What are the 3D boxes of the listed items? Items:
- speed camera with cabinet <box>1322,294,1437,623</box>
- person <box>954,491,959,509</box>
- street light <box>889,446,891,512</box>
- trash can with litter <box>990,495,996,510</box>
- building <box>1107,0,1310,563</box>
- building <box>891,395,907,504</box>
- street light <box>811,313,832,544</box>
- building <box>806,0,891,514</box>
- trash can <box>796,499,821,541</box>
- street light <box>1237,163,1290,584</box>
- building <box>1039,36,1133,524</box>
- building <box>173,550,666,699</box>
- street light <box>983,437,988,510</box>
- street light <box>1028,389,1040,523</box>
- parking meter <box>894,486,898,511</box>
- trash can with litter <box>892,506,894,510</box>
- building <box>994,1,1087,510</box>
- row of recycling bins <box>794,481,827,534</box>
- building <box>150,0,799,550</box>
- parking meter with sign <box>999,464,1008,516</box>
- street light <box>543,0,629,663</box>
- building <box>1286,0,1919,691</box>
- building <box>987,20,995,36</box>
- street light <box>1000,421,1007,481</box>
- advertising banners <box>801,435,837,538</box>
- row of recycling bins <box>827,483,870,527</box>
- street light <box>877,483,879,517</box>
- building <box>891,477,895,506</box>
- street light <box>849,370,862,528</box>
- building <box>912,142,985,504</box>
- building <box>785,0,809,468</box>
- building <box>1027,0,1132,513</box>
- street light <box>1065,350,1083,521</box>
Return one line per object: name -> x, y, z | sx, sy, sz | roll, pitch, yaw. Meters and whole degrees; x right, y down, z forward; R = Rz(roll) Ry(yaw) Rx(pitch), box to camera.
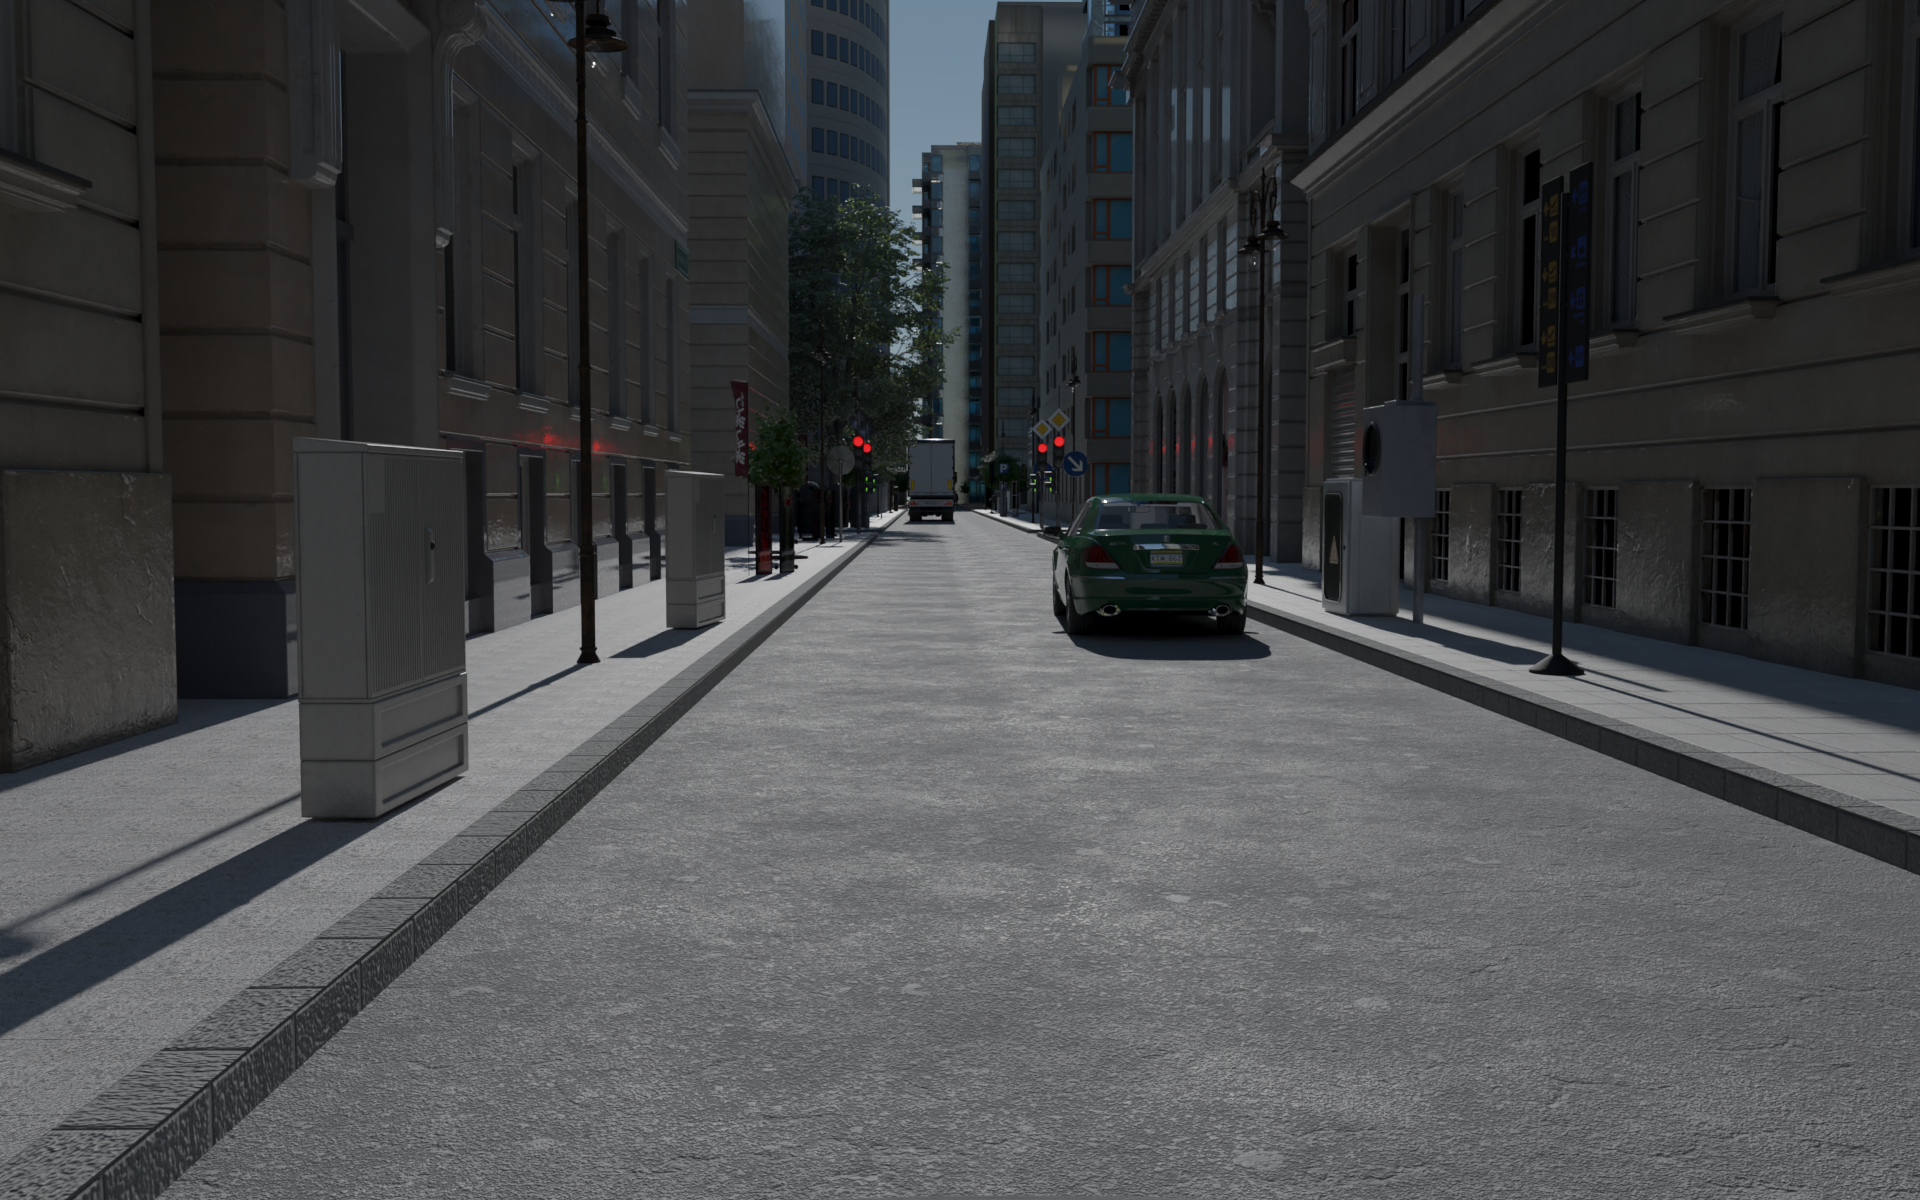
speed camera with cabinet -> 4.316, -1.444, 17.947 | 0.660, 3.252, 2.038 | 0, 4, -4
person -> -0.347, -9.512, 164.547 | 0.617, 1.759, 0.750 | -1, 4, -16
street light -> -5.102, -9.418, 126.772 | 0.468, 5.910, 1.993 | 0, 4, -1
trash can with litter -> 2.878, -7.734, 137.844 | 0.624, 1.170, 1.055 | 3, 5, 39
building -> 11.527, -12.316, 43.173 | 13.314, 21.916, 24.055 | 0, 4, -1
building -> -22.734, -56.257, 232.481 | 31.000, 86.520, 22.319 | 0, 4, -1
street light -> -3.540, -4.383, 44.445 | 0.468, 5.910, 1.993 | 0, 4, -1
building -> -15.601, -35.296, 119.090 | 21.231, 58.520, 28.212 | 0, 4, -1
trash can -> -4.119, -2.194, 47.527 | 0.748, 1.137, 0.748 | 0, 3, 0
street light -> 4.288, -3.173, 24.660 | 0.468, 5.910, 1.993 | 0, 4, -1
building -> 19.012, -14.355, 79.743 | 28.899, 21.520, 27.650 | 0, 4, -1
building -> -10.612, -14.289, 19.535 | 13.634, 28.700, 20.117 | 0, 4, -1
street light -> 2.030, -10.165, 138.978 | 0.468, 5.910, 1.993 | 0, 4, -1
street light -> 3.219, -6.316, 76.059 | 0.468, 5.910, 1.993 | 0, 4, -1
parking meter -> -4.779, -7.561, 129.328 | 0.255, 1.863, 0.399 | 1, 4, 16
trash can with litter -> -5.671, -7.806, 139.008 | 1.055, 1.170, 0.624 | -1, 4, -13
building -> 9.901, -28.419, 148.237 | 14.154, 41.232, 14.086 | 0, 4, -1
row of recycling bins -> -6.260, -3.023, 56.541 | 3.534, 1.692, 1.069 | 0, 4, 6
building -> -14.908, -16.015, 47.745 | 20.117, 28.700, 13.634 | 0, 4, -1
parking meter with sign -> 2.513, -6.332, 99.787 | 0.543, 3.016, 1.738 | 0, 4, 2
street light -> -2.830, -2.461, 13.024 | 0.468, 5.910, 1.993 | 0, 4, -1
building -> 13.386, -11.103, 14.820 | 16.112, 22.955, 30.059 | 0, 4, -1
building -> 9.331, -31.322, 162.220 | 14.600, 45.320, 14.200 | 0, 4, -1
street light -> 2.654, -8.214, 107.078 | 0.468, 5.910, 1.993 | 0, 4, -1
advertising banners -> -4.204, -3.345, 50.882 | 0.090, 3.025, 2.074 | -3, 4, -36
row of recycling bins -> -5.054, -3.688, 67.411 | 3.534, 1.692, 1.069 | 2, 4, 30
street light -> -4.542, -7.521, 95.752 | 0.468, 5.910, 1.993 | 0, 4, -1
building -> -22.955, -29.830, 179.605 | 32.217, 40.220, 23.993 | 0, 4, -1
street light -> -3.865, -5.608, 64.471 | 0.468, 5.910, 1.993 | 0, 4, -1
building -> 8.783, -37.661, 235.370 | 30.456, 49.044, 23.786 | 0, 4, -1
building -> -14.859, -26.559, 84.348 | 14.600, 45.320, 14.200 | 0, 4, -1
building -> 16.357, -48.647, 108.054 | 22.319, 86.520, 31.000 | 0, 4, -1
street light -> 3.676, -5.083, 55.892 | 0.468, 5.910, 1.993 | 0, 4, -1
